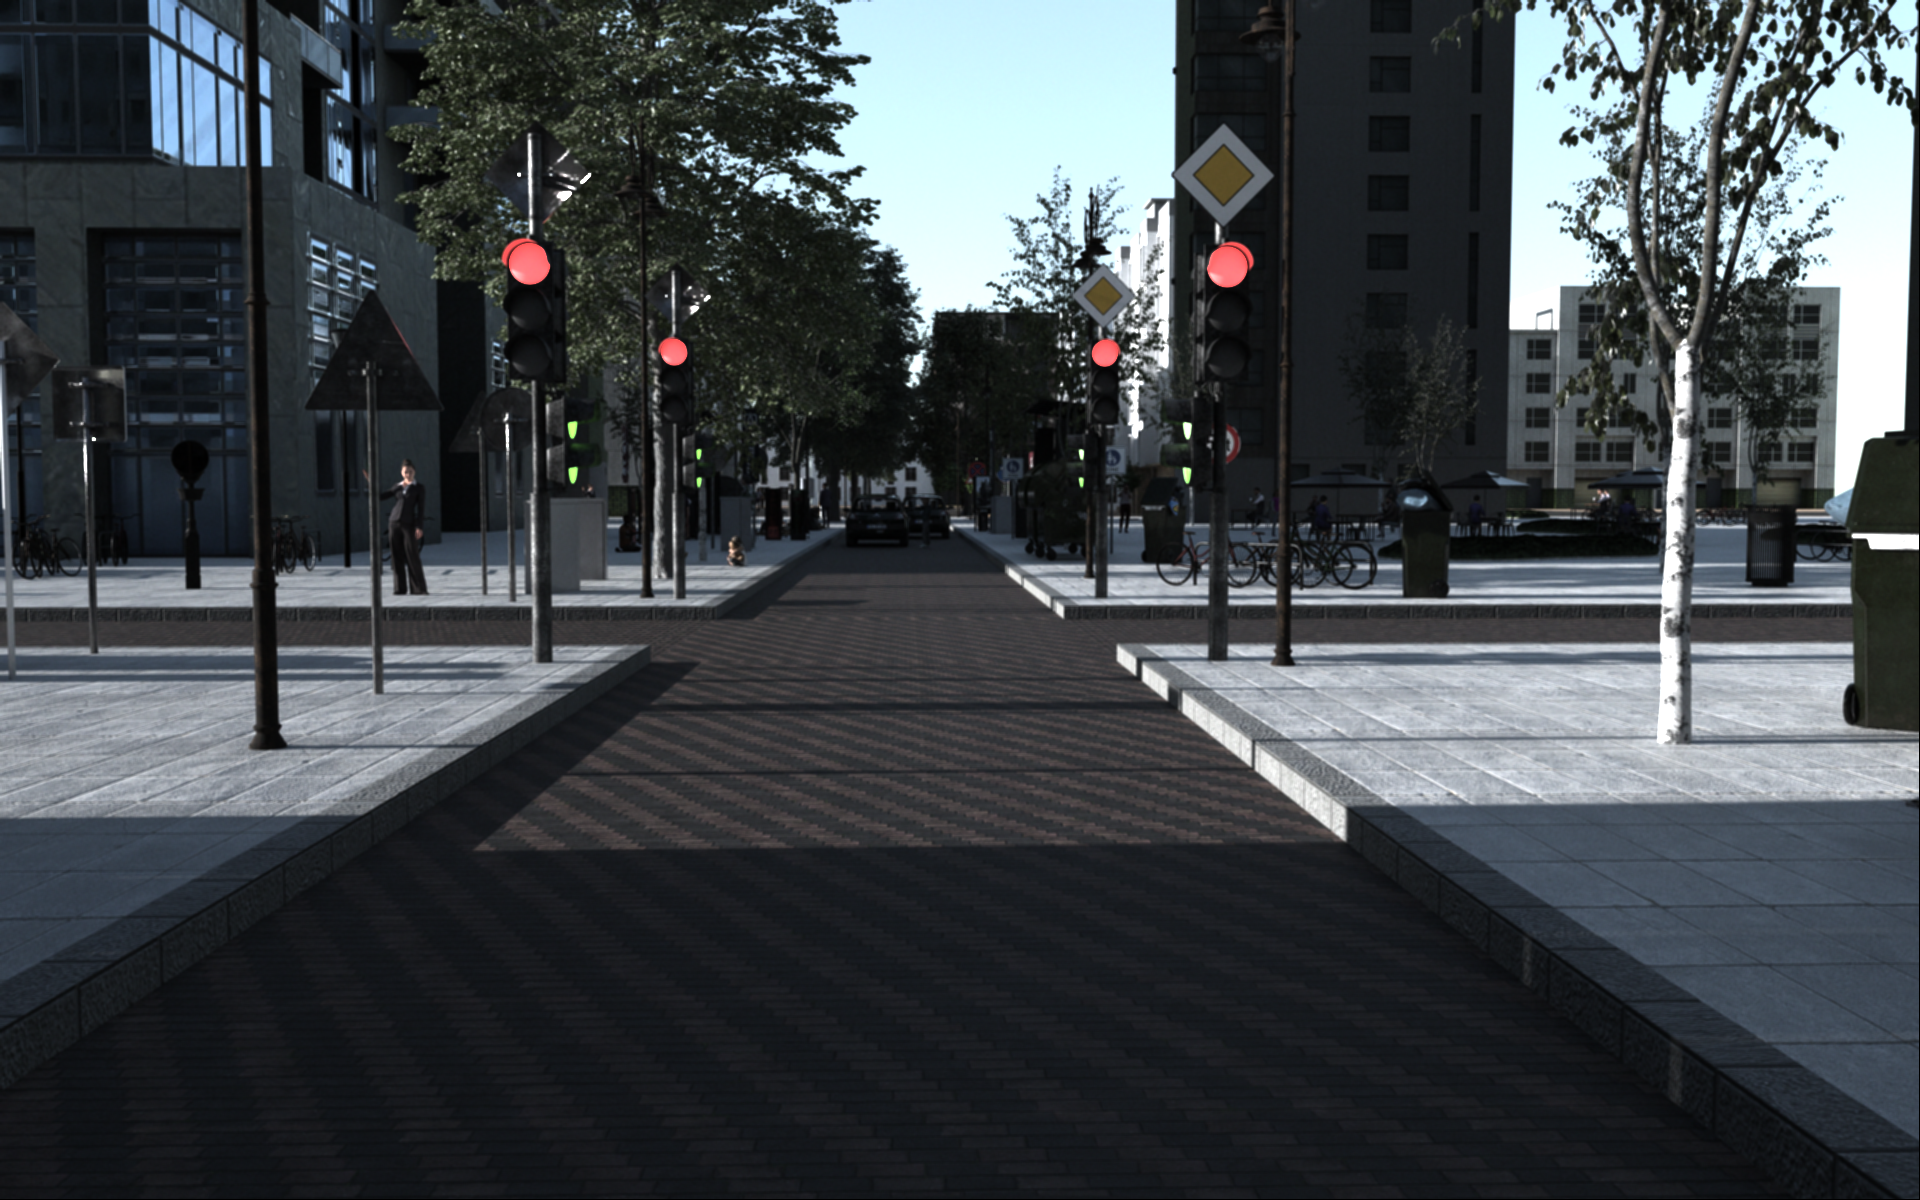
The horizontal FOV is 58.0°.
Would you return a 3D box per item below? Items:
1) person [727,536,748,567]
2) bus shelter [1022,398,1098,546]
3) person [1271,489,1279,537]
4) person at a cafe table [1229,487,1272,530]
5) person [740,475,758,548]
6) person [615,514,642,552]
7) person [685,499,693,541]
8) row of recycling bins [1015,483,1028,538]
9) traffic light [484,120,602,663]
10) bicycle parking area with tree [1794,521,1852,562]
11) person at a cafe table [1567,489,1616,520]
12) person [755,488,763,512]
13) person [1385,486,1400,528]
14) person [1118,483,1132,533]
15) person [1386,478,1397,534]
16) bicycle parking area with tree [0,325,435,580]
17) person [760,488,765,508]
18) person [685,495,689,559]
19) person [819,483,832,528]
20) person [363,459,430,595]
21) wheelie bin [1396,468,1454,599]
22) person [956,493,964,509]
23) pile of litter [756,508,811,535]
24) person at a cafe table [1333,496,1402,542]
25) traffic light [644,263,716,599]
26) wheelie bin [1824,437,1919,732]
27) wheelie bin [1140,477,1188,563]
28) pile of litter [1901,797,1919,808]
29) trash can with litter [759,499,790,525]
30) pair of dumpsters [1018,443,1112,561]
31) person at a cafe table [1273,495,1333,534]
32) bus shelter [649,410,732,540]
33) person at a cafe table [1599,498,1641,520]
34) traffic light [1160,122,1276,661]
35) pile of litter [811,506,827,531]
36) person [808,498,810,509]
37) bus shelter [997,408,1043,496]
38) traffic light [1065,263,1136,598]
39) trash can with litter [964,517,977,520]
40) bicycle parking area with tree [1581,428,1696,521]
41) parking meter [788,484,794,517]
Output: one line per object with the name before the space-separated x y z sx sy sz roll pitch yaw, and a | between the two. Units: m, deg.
person | -3.933 -0.860 30.579 0.357 0.543 0.381 -1 4 -20
bus shelter | 2.699 -3.328 45.691 1.731 3.624 6.357 0 4 -2
person | 9.682 -2.623 52.163 0.726 1.435 0.776 -3 5 -40
person at a cafe table | 10.369 -3.290 62.307 1.622 1.524 1.698 0 4 -3
person | -4.982 -2.081 40.783 0.376 1.734 0.841 0 4 7
person | -7.283 -1.470 38.360 0.655 0.850 0.859 1 4 19
person | -7.673 -2.340 47.488 0.628 1.438 0.799 0 4 6
row of recycling bins | 2.847 -2.728 51.713 1.069 1.692 3.534 3 5 40
traffic light | -3.165 -1.478 13.088 0.839 4.253 0.868 0 4 -2
bicycle parking area with tree | 20.318 -2.756 32.070 8.231 4.147 9.016 -1 4 -18
person at a cafe table | 24.552 -3.596 67.312 1.622 1.524 1.698 1 4 12
person | -14.150 -6.977 121.059 0.756 1.711 0.436 2 4 29
person | 16.702 -3.585 66.519 0.647 1.594 0.662 -3 4 -38
person | 5.480 -3.046 57.302 0.517 1.644 0.566 3 4 38
person | 13.965 -3.059 56.185 0.434 1.807 0.598 3 4 39
bicycle parking area with tree | -13.240 -2.615 29.764 8.231 4.147 9.016 0 4 1
person | -17.906 -9.236 157.146 0.705 1.812 1.348 -3 5 -42
person | -5.216 -1.439 31.785 0.569 1.553 0.471 -1 4 -20
person | -5.096 -3.595 65.737 0.541 1.710 0.530 -2 4 -26
person | -7.142 -0.923 21.934 0.742 1.727 0.445 -2 4 -25
wheelie bin | 5.770 -0.832 21.510 0.693 1.594 0.980 1 4 14
person | 0.246 -8.993 153.219 1.348 1.807 0.705 2 4 26
pile of litter | -5.758 -2.444 53.919 1.719 0.858 1.176 2 4 30
person at a cafe table | 11.179 -2.211 47.008 1.726 1.238 1.698 1 4 19
traffic light | -3.414 -1.966 21.069 0.839 4.253 0.868 0 4 -2
wheelie bin | 5.275 -0.099 9.529 0.980 1.594 0.693 3 5 42
wheelie bin | 3.803 -1.496 32.373 0.693 1.594 0.980 -3 5 -42
pile of litter | 4.327 0.463 6.397 1.176 0.858 1.719 0 4 2
trash can with litter | -7.880 -3.797 73.135 1.678 1.210 2.233 -3 5 -44
pair of dumpsters | 2.101 -2.000 35.199 1.574 2.255 4.437 0 4 -2
person at a cafe table | 11.356 -2.785 56.399 1.698 1.238 1.726 3 4 39
bus shelter | -7.947 -3.680 51.450 1.731 3.624 6.357 0 4 -2
person at a cafe table | 31.602 -4.377 82.424 1.698 1.238 1.726 3 5 44
traffic light | 1.973 -1.489 13.263 0.839 4.253 0.868 0 4 -2
pile of litter | -5.641 -2.866 60.824 1.719 0.858 1.176 -1 4 -15
person | -10.941 -7.261 124.844 0.705 1.814 1.350 0 4 -6
bus shelter | 2.822 -6.128 77.828 2.179 5.291 8.768 0 4 -2
traffic light | 1.724 -1.977 21.244 0.839 4.253 0.868 0 4 -2
trash can with litter | 1.063 -4.628 86.733 2.233 1.210 1.678 -2 4 -30
bicycle parking area with tree | 30.438 -5.246 72.770 9.016 4.147 8.231 2 4 30
parking meter | -9.368 -5.559 96.602 0.255 1.863 0.399 -3 5 -41
